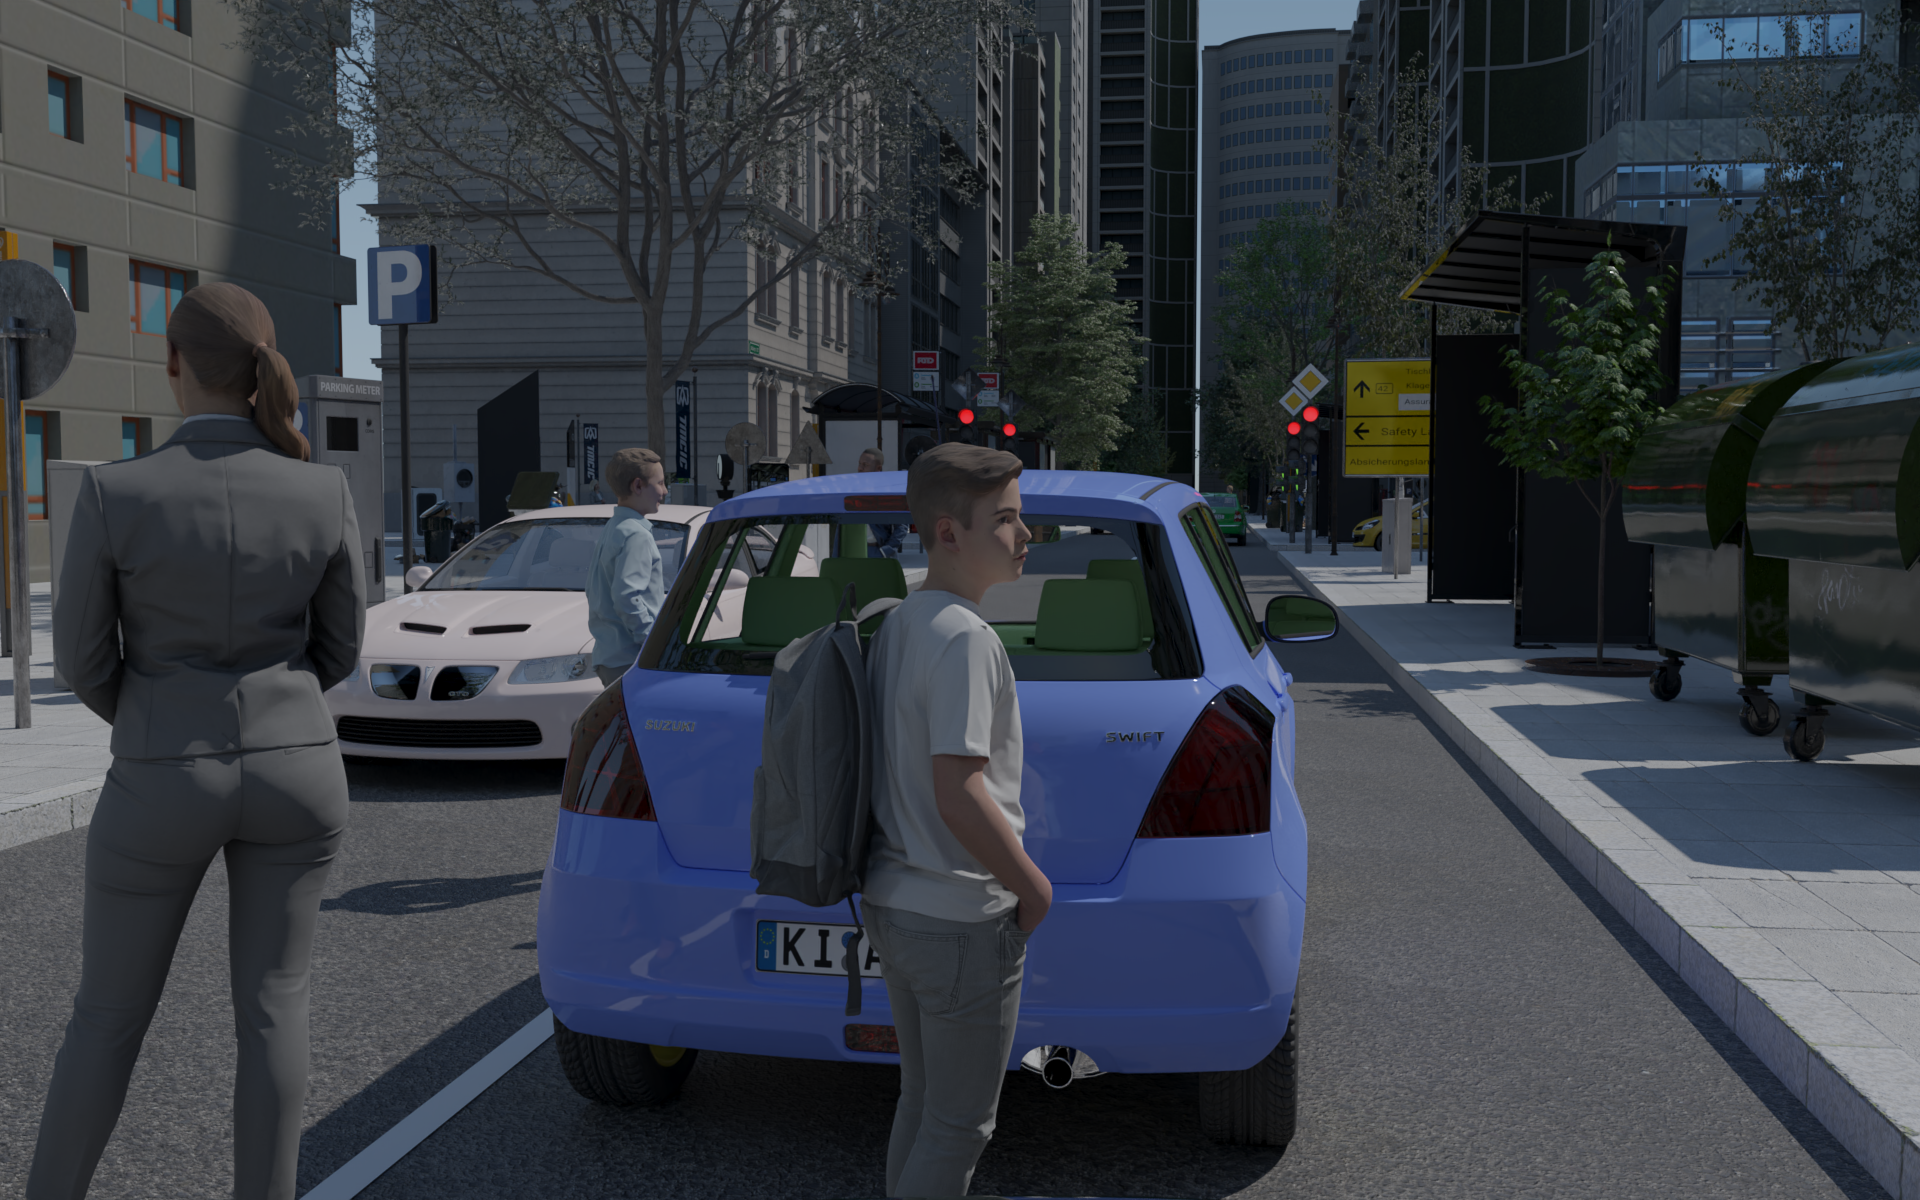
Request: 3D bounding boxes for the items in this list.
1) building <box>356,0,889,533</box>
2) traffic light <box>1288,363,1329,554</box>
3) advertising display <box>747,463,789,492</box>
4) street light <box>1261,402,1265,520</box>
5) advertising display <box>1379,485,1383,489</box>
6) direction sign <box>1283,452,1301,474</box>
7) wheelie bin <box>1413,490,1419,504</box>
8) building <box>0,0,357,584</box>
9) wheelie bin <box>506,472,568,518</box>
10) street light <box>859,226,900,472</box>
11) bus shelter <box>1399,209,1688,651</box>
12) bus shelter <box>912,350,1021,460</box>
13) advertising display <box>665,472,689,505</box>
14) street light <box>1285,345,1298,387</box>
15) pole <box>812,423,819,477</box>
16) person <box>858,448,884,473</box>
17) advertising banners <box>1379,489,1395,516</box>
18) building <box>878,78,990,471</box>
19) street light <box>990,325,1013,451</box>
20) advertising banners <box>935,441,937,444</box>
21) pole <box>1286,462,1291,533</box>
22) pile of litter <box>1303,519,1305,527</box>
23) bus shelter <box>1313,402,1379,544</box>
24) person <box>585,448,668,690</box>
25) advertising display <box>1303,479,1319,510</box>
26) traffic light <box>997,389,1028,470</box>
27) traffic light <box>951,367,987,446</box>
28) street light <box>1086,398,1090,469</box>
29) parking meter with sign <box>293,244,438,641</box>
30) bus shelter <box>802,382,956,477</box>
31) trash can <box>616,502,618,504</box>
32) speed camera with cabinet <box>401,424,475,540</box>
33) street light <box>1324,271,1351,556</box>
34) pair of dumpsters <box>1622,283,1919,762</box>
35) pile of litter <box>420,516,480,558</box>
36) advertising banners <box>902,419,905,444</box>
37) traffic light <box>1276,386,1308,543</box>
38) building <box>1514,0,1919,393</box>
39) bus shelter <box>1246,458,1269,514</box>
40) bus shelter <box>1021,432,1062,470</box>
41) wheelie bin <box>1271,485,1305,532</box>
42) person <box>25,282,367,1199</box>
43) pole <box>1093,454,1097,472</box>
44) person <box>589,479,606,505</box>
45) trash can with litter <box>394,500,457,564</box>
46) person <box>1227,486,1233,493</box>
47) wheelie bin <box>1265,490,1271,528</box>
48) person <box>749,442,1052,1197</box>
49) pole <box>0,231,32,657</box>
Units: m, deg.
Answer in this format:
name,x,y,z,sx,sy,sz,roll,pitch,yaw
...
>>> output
name,x,y,z,sx,sy,sz,roll,pitch,yaw
building,-11.250,-17.099,66.955,14.401,28.519,23.554,1,4,8
traffic light,7.491,-2.955,37.230,0.839,4.253,0.868,1,4,8
advertising display,-3.959,-1.871,35.810,0.974,1.923,0.123,-3,5,-40
street light,15.160,-6.949,86.400,0.468,5.910,1.993,1,4,8
advertising display,28.498,-6.861,117.397,0.123,1.923,0.974,2,4,28
direction sign,16.703,-5.820,87.148,0.876,3.537,0.379,1,4,17
wheelie bin,22.432,-4.782,86.095,0.693,1.594,0.980,1,4,10
building,-28.209,-10.841,22.288,28.899,21.520,27.650,1,4,8
wheelie bin,-5.948,-1.008,24.396,0.980,1.594,0.693,1,4,17
street light,-1.397,-3.504,30.082,0.468,5.910,1.993,1,4,8
bus shelter,5.571,-1.591,17.298,1.731,3.624,6.357,1,4,8
bus shelter,0.139,-4.483,50.930,2.179,5.291,8.768,1,4,8
advertising display,-8.376,-2.783,50.711,0.974,1.923,0.123,-3,5,-40
street light,10.326,-4.951,53.735,0.468,5.910,1.993,1,4,8
pole,-4.172,-3.442,50.120,0.158,3.312,0.155,0,3,0
person,-0.769,-0.320,13.923,0.721,1.800,0.419,1,4,18
advertising banners,12.560,-3.374,51.354,0.090,3.025,2.074,3,5,44
building,-7.297,-16.814,93.977,14.314,24.678,30.058,1,4,8
street light,1.136,-4.565,47.422,0.468,5.910,1.993,1,4,8
advertising banners,-1.495,-3.685,56.436,2.074,3.025,0.090,-3,5,-44
pole,10.760,-3.837,56.572,0.158,3.312,0.155,0,3,0
pile of litter,13.183,-3.254,67.168,1.719,0.858,1.176,0,4,1
bus shelter,10.404,-3.426,47.294,1.731,3.624,6.357,1,4,9
person,-1.226,0.233,6.505,0.330,1.601,0.589,-1,4,-15
advertising display,14.981,-4.214,74.108,0.974,1.923,0.123,-1,4,-22
traffic light,1.374,-3.503,46.187,0.839,4.253,0.868,1,4,8
traffic light,0.206,-3.019,38.287,0.839,4.253,0.868,1,4,8
street light,5.935,-6.589,80.521,0.468,5.910,1.993,1,4,8
parking meter with sign,-4.235,-0.932,11.500,0.543,3.016,1.738,1,4,22
bus shelter,-1.474,-2.461,34.154,2.014,3.302,5.546,1,4,8
trash can,-5.577,-1.123,30.020,0.748,1.137,0.748,0,3,0
speed camera with cabinet,-14.663,-3.323,48.667,0.660,3.252,2.038,3,5,40
street light,7.821,-3.868,36.030,0.468,5.910,1.993,1,4,8
pair of dumpsters,4.610,-0.374,8.607,1.574,2.255,4.437,1,4,8
pile of litter,-9.905,-1.231,34.096,1.719,0.858,1.176,3,5,43
advertising banners,-2.055,-2.580,38.371,2.074,3.025,0.090,2,4,34
traffic light,8.659,-3.438,45.130,0.839,4.253,0.868,1,4,8
building,35.937,-45.644,58.946,31.000,86.520,22.319,1,4,8
bus shelter,19.420,-7.487,113.703,1.731,3.624,6.357,1,4,9
bus shelter,2.017,-5.012,59.574,2.179,5.291,8.768,1,4,9
wheelie bin,11.190,-3.085,58.348,0.980,1.594,0.693,3,4,38
person,-1.377,0.348,3.085,0.573,1.790,0.520,3,5,40
pole,6.096,-5.169,78.355,0.158,3.312,0.155,0,3,0
person,-8.971,-2.101,43.038,0.526,1.800,0.537,2,4,33
trash can with litter,-9.902,-1.265,32.076,1.055,1.170,0.624,-2,4,-35
person,9.944,-3.350,63.944,0.731,1.740,0.598,3,5,41
wheelie bin,11.895,-3.495,65.055,0.693,1.594,0.980,2,4,34
person,-0.045,0.509,2.781,0.503,1.515,0.523,3,4,38
pole,-7.451,-1.207,13.581,0.158,3.312,0.155,0,3,0
